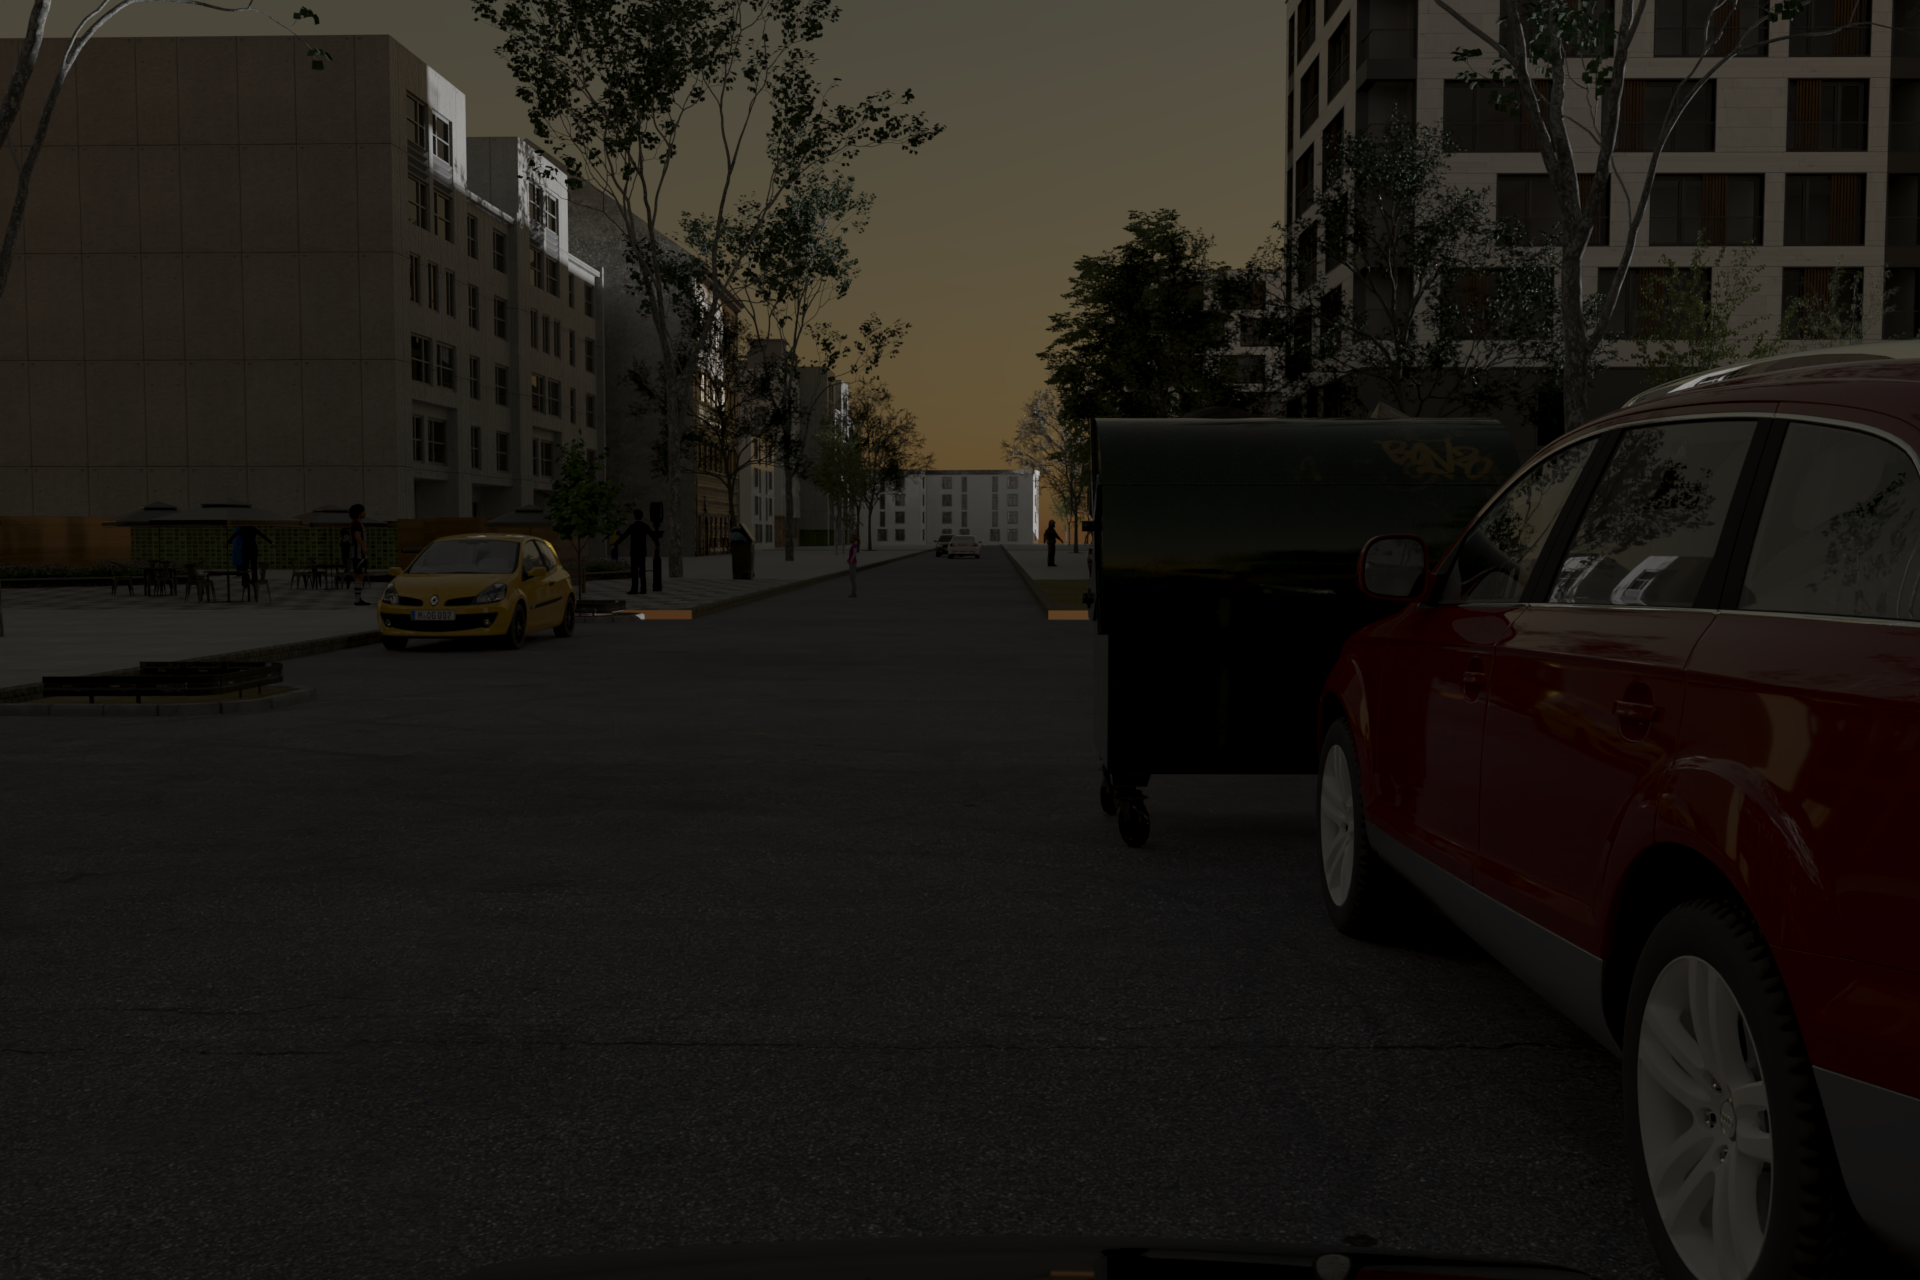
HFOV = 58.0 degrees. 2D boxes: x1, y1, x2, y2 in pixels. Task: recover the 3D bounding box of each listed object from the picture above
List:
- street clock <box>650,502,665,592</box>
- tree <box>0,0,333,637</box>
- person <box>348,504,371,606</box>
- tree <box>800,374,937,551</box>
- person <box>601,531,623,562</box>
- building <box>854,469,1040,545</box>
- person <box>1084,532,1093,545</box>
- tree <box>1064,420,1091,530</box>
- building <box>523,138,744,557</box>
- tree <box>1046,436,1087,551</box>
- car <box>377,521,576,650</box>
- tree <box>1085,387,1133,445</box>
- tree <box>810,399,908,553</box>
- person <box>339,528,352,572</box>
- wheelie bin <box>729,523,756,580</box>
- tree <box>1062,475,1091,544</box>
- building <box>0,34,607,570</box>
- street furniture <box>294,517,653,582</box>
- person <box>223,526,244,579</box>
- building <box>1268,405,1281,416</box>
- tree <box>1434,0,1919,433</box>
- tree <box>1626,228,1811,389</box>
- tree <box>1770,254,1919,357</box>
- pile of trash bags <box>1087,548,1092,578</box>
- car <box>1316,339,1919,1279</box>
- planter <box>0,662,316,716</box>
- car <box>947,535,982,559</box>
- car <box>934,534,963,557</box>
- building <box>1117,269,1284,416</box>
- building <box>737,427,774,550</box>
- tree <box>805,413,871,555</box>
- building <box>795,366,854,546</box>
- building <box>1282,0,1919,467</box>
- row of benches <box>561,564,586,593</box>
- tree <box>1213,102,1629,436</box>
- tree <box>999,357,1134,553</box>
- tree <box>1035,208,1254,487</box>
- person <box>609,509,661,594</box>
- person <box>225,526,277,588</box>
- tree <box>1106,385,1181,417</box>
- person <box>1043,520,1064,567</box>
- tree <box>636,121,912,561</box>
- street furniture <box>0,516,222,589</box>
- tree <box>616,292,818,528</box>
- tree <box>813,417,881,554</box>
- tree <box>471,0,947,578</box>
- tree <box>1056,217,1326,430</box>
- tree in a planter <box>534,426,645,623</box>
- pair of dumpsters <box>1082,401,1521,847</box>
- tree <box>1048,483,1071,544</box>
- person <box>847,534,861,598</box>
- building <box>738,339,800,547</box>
[{"bbox_3d":[-6.758,-2.083,38.634,0.358,2.002,0.471,0,4,1],"label":"street clock"},{"bbox_3d":[-11.079,-10.034,19.951,12.611,20.169,13.585,0,3,0],"label":"tree"},{"bbox_3d":[-10.747,-1.524,31.067,0.704,1.843,1.345,-1,4,-21],"label":"person"},{"bbox_3d":[-6.923,-13.587,132.513,12.009,13.543,11.850,0,3,0],"label":"tree"},{"bbox_3d":[-13.812,-3.819,68.905,1.216,1.772,0.721,3,4,36],"label":"person"},{"bbox_3d":[-4.216,-17.088,223.990,28.070,9.664,9.099,1,4,10],"label":"building"},{"bbox_3d":[4.470,-3.056,56.764,1.217,1.733,0.721,-3,5,-44],"label":"person"},{"bbox_3d":[7.342,-8.841,94.917,4.360,8.622,3.978,0,3,0],"label":"tree"},{"bbox_3d":[-23.992,-16.807,105.727,19.493,23.208,18.063,0,4,0],"label":"building"},{"bbox_3d":[8.256,-11.021,130.558,4.360,8.622,3.978,0,3,0],"label":"tree"},{"bbox_3d":[-6.278,-0.763,22.704,2.015,1.641,3.980,0,4,1],"label":"car"},{"bbox_3d":[7.357,-8.085,82.556,4.360,8.622,3.978,0,3,0],"label":"tree"},{"bbox_3d":[-6.767,-11.293,119.056,7.601,10.594,8.767,-3,5,-43],"label":"tree"},{"bbox_3d":[-18.548,-2.840,52.205,0.705,1.856,1.354,-1,4,-22],"label":"person"},{"bbox_3d":[-6.163,-2.514,49.004,0.693,1.594,0.980,0,4,3],"label":"wheelie bin"},{"bbox_3d":[16.472,-17.417,219.178,7.601,10.594,8.767,0,4,-4],"label":"tree"},{"bbox_3d":[-27.993,-12.920,77.698,16.747,18.905,31.486,0,4,2],"label":"building"},{"bbox_3d":[-12.083,-2.571,48.882,9.812,1.723,11.010,1,4,17],"label":"street furniture"},{"bbox_3d":[-20.747,-2.672,49.818,1.347,1.817,0.704,3,5,39],"label":"person"},{"bbox_3d":[25.119,-9.845,103.110,9.099,9.664,28.070,0,4,1],"label":"building"},{"bbox_3d":[8.700,-10.309,24.440,12.611,20.169,13.585,0,3,0],"label":"tree"},{"bbox_3d":[18.419,-5.646,42.676,4.737,8.622,4.395,0,3,0],"label":"tree"},{"bbox_3d":[23.295,-5.885,46.575,4.360,8.622,3.978,0,3,0],"label":"tree"},{"bbox_3d":[3.728,-1.725,37.951,1.912,1.369,3.447,0,4,-1],"label":"pile of trash bags"},{"bbox_3d":[2.329,0.252,4.555,2.281,1.827,5.304,0,4,1],"label":"car"},{"bbox_3d":[-6.606,0.400,14.604,1.991,0.319,1.994,0,4,2],"label":"planter"},{"bbox_3d":[0.247,-5.467,101.743,2.083,1.381,4.827,0,4,1],"label":"car"},{"bbox_3d":[-0.630,-6.087,109.301,2.009,1.686,4.222,0,4,1],"label":"car"},{"bbox_3d":[27.244,-18.722,150.083,27.936,21.610,32.646,0,4,1],"label":"building"},{"bbox_3d":[-20.373,-12.649,148.957,9.099,9.664,28.070,0,4,1],"label":"building"},{"bbox_3d":[-7.421,-9.431,104.567,4.737,8.622,4.395,0,3,0],"label":"tree"},{"bbox_3d":[-21.920,-20.323,198.739,16.747,18.905,31.486,0,4,2],"label":"building"},{"bbox_3d":[26.431,-13.764,69.009,27.936,21.610,32.646,0,4,1],"label":"building"},{"bbox_3d":[-8.764,-1.240,35.743,1.422,0.672,4.104,1,4,9],"label":"row of benches"},{"bbox_3d":[9.906,-6.268,36.888,8.767,10.594,7.601,0,4,-4],"label":"tree"},{"bbox_3d":[7.699,-12.525,115.147,12.009,13.543,11.850,0,3,0],"label":"tree"},{"bbox_3d":[6.461,-8.711,60.559,7.486,12.596,7.792,0,3,0],"label":"tree"},{"bbox_3d":[-6.878,-1.879,36.907,0.705,1.806,1.347,3,5,42],"label":"person"},{"bbox_3d":[-16.787,-2.096,40.989,1.216,1.740,0.721,0,4,-2],"label":"person"},{"bbox_3d":[7.468,-7.293,69.609,4.360,8.622,3.978,0,3,0],"label":"tree"},{"bbox_3d":[3.650,-3.842,68.592,0.705,1.858,1.354,3,4,36],"label":"person"},{"bbox_3d":[-8.690,-13.768,81.000,12.611,20.169,13.585,0,3,0],"label":"tree"},{"bbox_3d":[-22.754,-2.258,43.768,9.812,1.723,11.010,3,4,38],"label":"street furniture"},{"bbox_3d":[-8.965,-8.112,67.041,7.601,10.594,8.767,1,4,20],"label":"tree"},{"bbox_3d":[-7.142,-9.746,109.711,4.737,8.622,4.395,0,3,0],"label":"tree"},{"bbox_3d":[-7.263,-11.845,49.552,12.611,20.169,13.585,0,3,0],"label":"tree"},{"bbox_3d":[6.509,-7.090,50.336,8.767,10.594,7.601,1,4,20],"label":"tree"},{"bbox_3d":[-6.366,-1.937,28.893,1.991,3.239,1.994,0,4,1],"label":"tree in a planter"},{"bbox_3d":[2.807,-0.210,8.379,4.436,2.255,1.574,0,4,1],"label":"pair of dumpsters"},{"bbox_3d":[13.649,-16.902,226.710,4.737,8.622,4.395,0,3,0],"label":"tree"},{"bbox_3d":[-2.476,-1.676,39.121,0.599,1.433,0.991,0,4,-8],"label":"person"},{"bbox_3d":[-22.058,-19.112,168.900,16.016,20.090,11.380,0,4,1],"label":"building"}]
